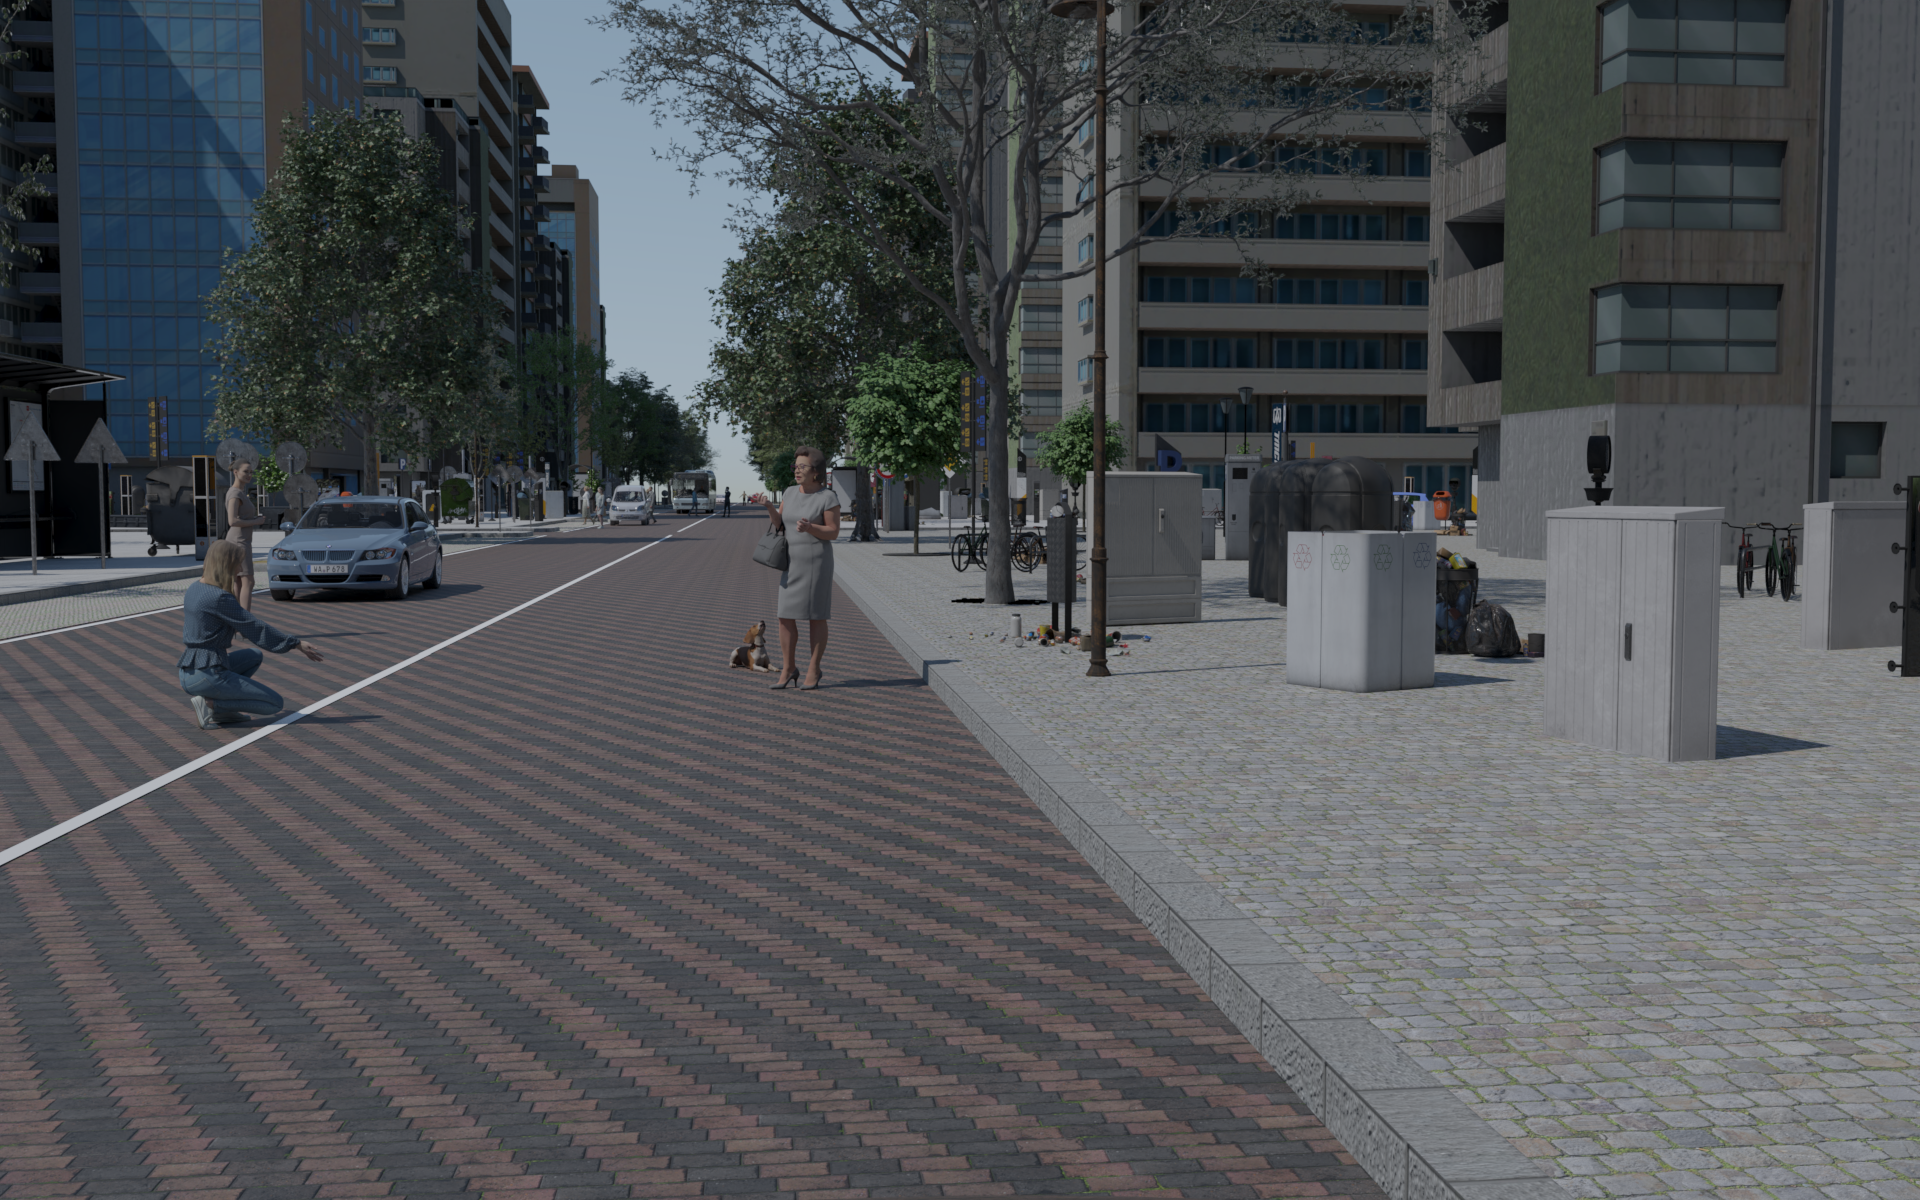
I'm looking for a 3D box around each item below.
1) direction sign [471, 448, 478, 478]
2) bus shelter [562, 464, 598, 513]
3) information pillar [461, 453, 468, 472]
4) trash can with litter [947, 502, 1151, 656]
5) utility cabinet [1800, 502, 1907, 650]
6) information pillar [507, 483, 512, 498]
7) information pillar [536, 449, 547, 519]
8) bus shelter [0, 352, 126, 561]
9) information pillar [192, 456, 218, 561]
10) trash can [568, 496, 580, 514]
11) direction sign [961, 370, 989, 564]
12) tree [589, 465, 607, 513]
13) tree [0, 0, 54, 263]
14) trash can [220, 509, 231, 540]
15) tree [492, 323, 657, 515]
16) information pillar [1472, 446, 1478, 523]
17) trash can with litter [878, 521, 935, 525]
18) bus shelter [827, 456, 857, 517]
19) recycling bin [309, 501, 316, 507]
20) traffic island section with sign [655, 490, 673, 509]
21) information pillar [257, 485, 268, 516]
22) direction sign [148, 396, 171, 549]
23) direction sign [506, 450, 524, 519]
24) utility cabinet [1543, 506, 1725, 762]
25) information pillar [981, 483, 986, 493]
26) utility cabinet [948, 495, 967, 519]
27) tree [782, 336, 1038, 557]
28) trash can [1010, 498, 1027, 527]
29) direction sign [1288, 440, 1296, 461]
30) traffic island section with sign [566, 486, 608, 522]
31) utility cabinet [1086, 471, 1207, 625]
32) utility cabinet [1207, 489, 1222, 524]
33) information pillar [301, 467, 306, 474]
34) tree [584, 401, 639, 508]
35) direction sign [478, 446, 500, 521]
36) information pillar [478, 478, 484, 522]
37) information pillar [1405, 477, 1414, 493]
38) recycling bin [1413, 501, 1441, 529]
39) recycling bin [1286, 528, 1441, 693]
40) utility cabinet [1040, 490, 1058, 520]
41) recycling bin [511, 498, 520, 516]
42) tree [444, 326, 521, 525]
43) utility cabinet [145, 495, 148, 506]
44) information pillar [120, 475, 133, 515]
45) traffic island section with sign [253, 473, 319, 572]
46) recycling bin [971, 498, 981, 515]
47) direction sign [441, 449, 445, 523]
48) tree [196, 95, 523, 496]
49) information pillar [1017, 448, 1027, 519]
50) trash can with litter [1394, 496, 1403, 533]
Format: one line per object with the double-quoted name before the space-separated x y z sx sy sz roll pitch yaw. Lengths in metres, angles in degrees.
"direction sign" -23.519 -5.673 84.758 0.379 3.537 0.876 3 5 44
"bus shelter" -26.186 -7.699 119.794 2.014 3.302 5.546 0 4 -7
"information pillar" -28.282 -6.582 98.967 0.504 3.616 0.183 2 4 31
"trash can with litter" 0.851 -0.225 14.733 1.678 1.210 2.233 -1 4 -10
"utility cabinet" 7.522 -0.206 14.524 1.020 1.237 0.306 -2 4 -25
"information pillar" -30.898 -6.988 118.751 0.304 2.012 0.304 -2 4 -27
"information pillar" -21.441 -5.949 88.626 0.504 3.616 0.183 -1 4 -19
"bus shelter" -17.098 -2.458 31.466 1.731 3.624 6.357 0 4 -7
"information pillar" -14.504 -1.761 33.289 0.304 2.012 0.304 0 4 7
"trash can" -24.345 -5.961 109.114 0.748 1.137 0.748 0 3 0
"direction sign" 0.247 -2.433 31.769 0.379 3.537 0.876 -2 4 -30
"tree" -24.629 -7.443 116.296 1.663 3.219 1.824 0 3 0
"tree" -14.171 -4.445 23.044 4.360 8.622 3.978 0 3 0
"trash can" -17.261 -1.796 41.024 0.748 1.137 0.748 0 3 0
"tree" -24.453 -11.051 106.434 9.928 11.665 9.643 0 3 0
"information pillar" 22.692 -5.167 75.831 0.504 3.616 0.183 2 4 25
"trash can with litter" -2.170 -3.741 72.228 2.233 1.210 1.678 1 4 21
"bus shelter" -6.189 -6.192 95.166 2.014 3.302 5.546 0 4 -7
"recycling bin" -33.051 -4.596 87.697 0.722 1.027 0.722 -3 5 -41
"traffic island section with sign" -28.025 -9.552 164.802 1.989 1.847 2.006 0 4 -7
"information pillar" -28.803 -4.103 71.576 0.304 2.012 0.304 1 4 11
"direction sign" -18.609 -2.952 40.268 0.876 3.537 0.379 3 4 39
"direction sign" -22.639 -5.879 88.112 0.876 3.537 0.379 -2 4 -23
"utility cabinet" 3.375 0.146 8.768 0.306 1.237 1.020 -1 4 -16
"information pillar" 1.601 -6.997 118.887 0.304 2.012 0.304 -1 4 -12
"utility cabinet" -0.112 -4.716 88.265 1.020 1.237 0.306 -2 4 -33
"tree" -0.921 -3.202 36.061 4.285 4.588 4.351 0 3 0
"trash can" 2.292 -3.428 67.700 0.748 1.137 0.748 0 3 0
"direction sign" 13.855 -4.948 72.891 0.379 3.537 0.876 3 5 44
"traffic island section with sign" -19.059 -4.887 88.536 1.989 1.847 2.006 0 4 -7
"utility cabinet" 1.822 -0.510 17.024 1.173 1.500 0.318 -2 4 -28
"utility cabinet" 10.635 -3.992 73.943 1.173 1.500 0.318 -2 4 -33
"information pillar" -30.031 -5.376 79.248 0.183 3.616 0.504 0 4 -8
"tree" -27.921 -11.477 138.011 4.737 8.622 4.395 0 3 0
"direction sign" -22.239 -5.517 82.202 0.876 3.537 0.379 -2 4 -34
"information pillar" -22.187 -4.613 79.913 0.304 2.012 0.304 2 4 30
"information pillar" 19.431 -4.308 74.921 0.304 2.012 0.304 3 5 40
"recycling bin" 16.697 -3.020 61.926 0.722 1.027 0.722 -1 4 -19
"recycling bin" 2.684 0.058 11.602 0.722 1.027 0.722 -2 4 -33
"utility cabinet" 4.294 -4.628 84.347 0.318 1.500 1.173 3 5 43
"recycling bin" -26.250 -5.530 102.972 0.722 1.027 0.722 2 4 25
"tree" -19.731 -7.345 70.453 4.360 8.622 3.978 0 3 0
"utility cabinet" -40.305 -4.570 85.881 1.020 1.237 0.306 0 4 5
"information pillar" -32.712 -3.884 67.999 0.304 2.012 0.304 0 4 1
"traffic island section with sign" -12.502 -1.469 32.644 1.989 1.847 2.006 0 4 -7
"recycling bin" 0.803 -5.614 104.349 0.722 1.027 0.722 3 4 38
"direction sign" -22.535 -5.118 75.681 0.379 3.537 0.876 -1 4 -18
"tree" -17.285 -8.150 50.255 9.611 12.733 9.660 0 3 0
"information pillar" 3.109 -5.883 87.545 0.504 3.616 0.183 1 4 16
"trash can with litter" 12.928 -2.456 51.209 1.678 1.210 2.233 0 4 1
